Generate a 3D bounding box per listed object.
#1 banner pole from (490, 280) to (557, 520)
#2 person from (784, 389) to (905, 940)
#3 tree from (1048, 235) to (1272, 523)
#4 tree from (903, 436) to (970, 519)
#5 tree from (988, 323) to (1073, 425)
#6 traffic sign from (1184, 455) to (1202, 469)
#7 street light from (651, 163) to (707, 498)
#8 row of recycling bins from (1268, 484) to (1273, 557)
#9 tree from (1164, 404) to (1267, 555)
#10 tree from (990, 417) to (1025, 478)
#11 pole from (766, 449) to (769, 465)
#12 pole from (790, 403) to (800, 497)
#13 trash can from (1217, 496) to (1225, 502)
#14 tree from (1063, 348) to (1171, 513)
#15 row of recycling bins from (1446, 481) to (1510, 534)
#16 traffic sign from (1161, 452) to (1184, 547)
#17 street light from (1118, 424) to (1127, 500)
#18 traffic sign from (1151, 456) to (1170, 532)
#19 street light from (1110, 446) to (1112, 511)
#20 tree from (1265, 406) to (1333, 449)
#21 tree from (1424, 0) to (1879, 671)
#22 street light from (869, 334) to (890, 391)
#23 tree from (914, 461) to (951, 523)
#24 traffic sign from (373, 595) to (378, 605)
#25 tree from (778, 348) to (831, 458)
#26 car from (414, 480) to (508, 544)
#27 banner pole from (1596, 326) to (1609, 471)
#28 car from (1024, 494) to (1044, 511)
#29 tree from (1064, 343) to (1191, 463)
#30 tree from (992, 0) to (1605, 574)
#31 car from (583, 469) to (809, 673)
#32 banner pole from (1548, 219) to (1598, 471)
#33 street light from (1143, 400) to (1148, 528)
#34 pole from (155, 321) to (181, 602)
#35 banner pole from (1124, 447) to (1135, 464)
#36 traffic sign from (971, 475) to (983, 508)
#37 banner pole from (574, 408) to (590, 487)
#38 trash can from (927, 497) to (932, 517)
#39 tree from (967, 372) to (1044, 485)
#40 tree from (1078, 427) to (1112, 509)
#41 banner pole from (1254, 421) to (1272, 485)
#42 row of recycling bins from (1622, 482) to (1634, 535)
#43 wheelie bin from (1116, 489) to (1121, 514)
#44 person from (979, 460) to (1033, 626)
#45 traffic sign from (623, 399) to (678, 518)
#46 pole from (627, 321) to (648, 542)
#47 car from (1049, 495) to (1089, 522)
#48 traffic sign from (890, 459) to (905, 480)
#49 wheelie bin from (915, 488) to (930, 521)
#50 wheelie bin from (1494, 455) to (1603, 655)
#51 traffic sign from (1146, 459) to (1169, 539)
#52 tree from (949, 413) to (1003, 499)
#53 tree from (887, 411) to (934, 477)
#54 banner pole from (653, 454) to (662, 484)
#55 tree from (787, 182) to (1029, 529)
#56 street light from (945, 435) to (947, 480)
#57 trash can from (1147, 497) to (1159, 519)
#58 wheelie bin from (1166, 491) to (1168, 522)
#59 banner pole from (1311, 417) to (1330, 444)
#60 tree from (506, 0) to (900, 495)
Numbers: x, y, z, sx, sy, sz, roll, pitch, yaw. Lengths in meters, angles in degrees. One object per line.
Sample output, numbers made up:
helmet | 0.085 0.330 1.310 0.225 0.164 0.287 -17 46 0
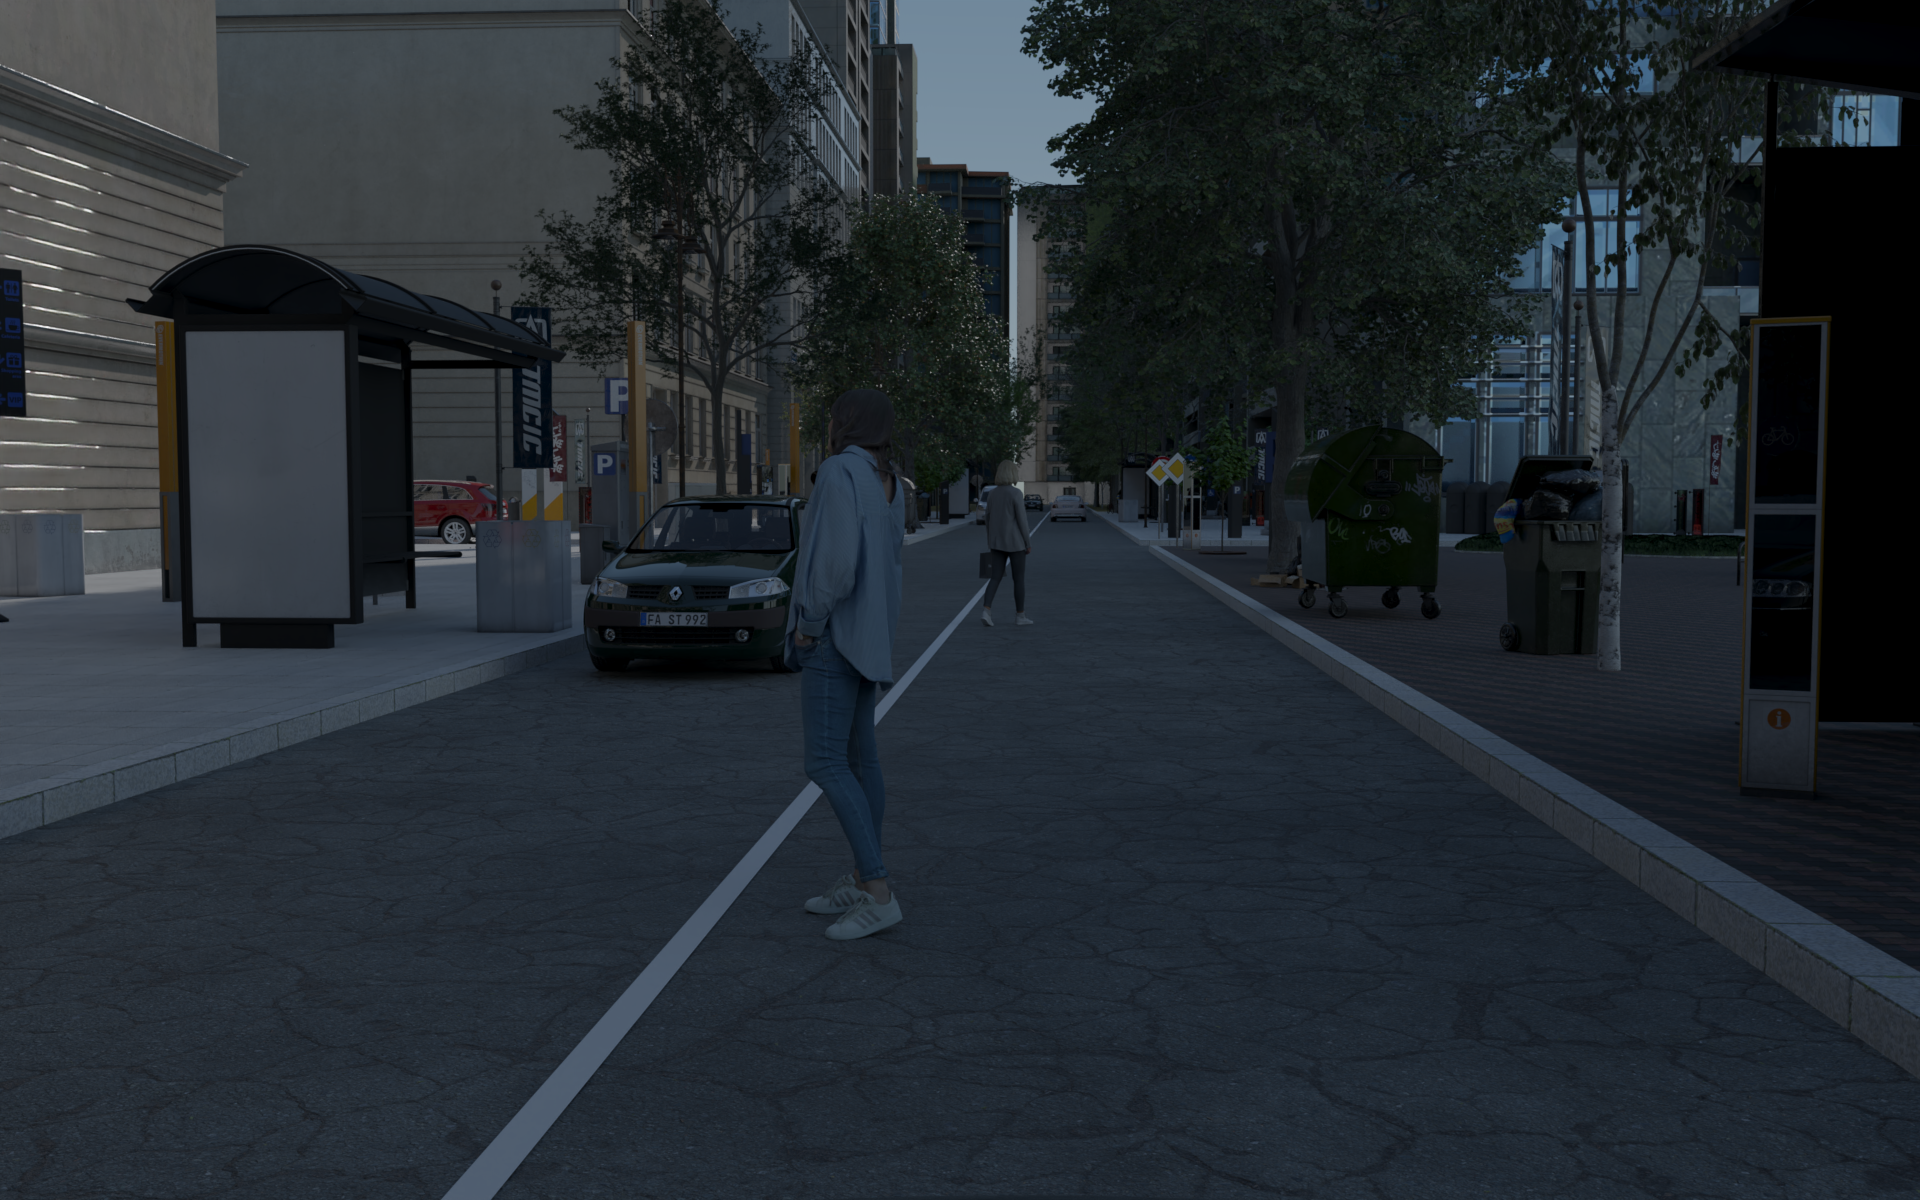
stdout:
banner pole | -5.191 -1.857 20.382 0.863 3.779 0.401 -1 4 -16
person | -0.354 0.179 5.837 0.793 1.790 0.793 -1 4 -17
tree | 9.170 -10.175 76.728 12.009 13.543 11.850 0 3 0
tree | -1.192 -6.389 88.171 4.285 4.588 4.351 0 3 0
tree | 6.688 -20.513 191.270 12.611 20.169 13.585 0 3 0
traffic sign | 7.336 -3.318 54.351 0.768 2.556 0.104 1 4 10
street light | -3.966 -3.172 24.643 0.468 5.910 1.993 0 4 3
row of recycling bins | 6.737 -1.549 32.447 1.069 1.692 3.534 -1 4 -10
tree | 5.493 -2.594 37.020 1.663 3.219 1.824 0 3 0
tree | 4.409 -13.009 163.053 4.737 8.622 4.395 0 3 0
pole | -8.745 -5.193 78.750 0.158 3.312 0.155 0 3 0
pole | -3.714 -2.759 38.957 0.158 3.312 0.155 0 3 0
trash can | 17.489 -6.402 116.328 0.748 1.137 0.748 0 3 0
tree | 12.610 -13.398 137.185 7.486 12.596 7.792 0 3 0
row of recycling bins | 16.850 -2.920 54.855 1.069 1.692 3.534 -2 4 -33
traffic sign | 5.215 -2.319 41.552 0.795 2.450 0.064 0 4 3
street light | 8.841 -7.447 94.548 0.468 5.910 1.993 0 4 3
traffic sign | 6.791 -3.547 58.096 0.768 2.556 0.104 0 4 4
street light | 10.736 -9.215 123.452 0.468 5.910 1.993 0 4 3
tree | 12.394 -4.801 62.212 4.285 4.588 4.351 0 3 0
tree | 4.830 -3.780 12.172 4.360 8.622 3.978 0 3 0
street light | -2.340 -4.735 50.200 0.468 5.910 1.993 0 4 3
tree | -1.444 -4.997 76.306 1.663 3.219 1.824 0 3 0
traffic sign | -6.771 -1.093 19.993 0.606 2.300 0.079 0 4 5
tree | -5.608 -7.640 75.272 4.360 8.622 3.978 0 3 0
car | -15.057 -2.381 47.601 5.304 1.827 2.281 0 4 2
banner pole | 8.185 -1.994 22.612 0.863 3.779 0.401 -2 4 -33
car | 6.048 -8.229 144.338 2.009 1.686 4.222 0 4 4
tree | 10.594 -11.121 107.583 9.928 11.665 9.643 0 3 0
tree | 5.419 -7.402 27.674 9.857 13.997 8.962 0 3 0
car | -2.003 -0.331 15.197 2.009 1.686 4.222 0 4 5
banner pole | 5.412 -1.568 15.655 0.401 3.779 0.863 2 4 32
street light | 7.092 -5.701 65.997 0.468 5.910 1.993 0 4 3
pole | -9.393 -1.634 20.553 0.158 3.312 0.155 0 3 0
banner pole | 8.982 -6.246 92.133 0.863 3.779 0.401 3 5 39
traffic sign | 1.124 -6.983 114.285 0.768 2.556 0.104 0 4 5
banner pole | -11.004 -3.709 50.652 0.863 3.779 0.401 3 5 40
trash can | -1.928 -5.259 97.643 0.748 1.137 0.748 0 3 0
tree | 2.688 -12.860 136.015 9.928 11.665 9.643 0 3 0
tree | 12.384 -12.317 151.746 4.360 8.622 3.978 0 3 0
banner pole | 10.334 -4.188 58.492 0.863 3.779 0.401 1 4 22
row of recycling bins | 18.526 -2.657 50.561 3.534 1.692 1.069 -3 5 -42
wheelie bin | 10.685 -6.456 113.463 0.693 1.594 0.980 3 5 40
person | 0.444 -0.625 18.894 0.709 1.800 0.728 3 5 42
traffic sign | -4.143 -1.411 23.174 0.768 2.556 0.104 1 4 11
pole | -3.822 -1.633 20.539 0.158 3.312 0.155 0 3 0
car | 5.690 -4.784 90.584 2.083 1.381 4.827 0 4 4
traffic sign | -1.981 -2.836 50.007 0.795 2.450 0.064 0 4 3
wheelie bin | -1.888 -4.528 81.933 0.980 1.594 0.693 1 4 20
wheelie bin | 4.837 -0.373 13.999 0.980 1.594 0.693 -1 4 -13
traffic sign | 5.698 -2.806 49.522 0.795 2.450 0.064 0 4 3
tree | 1.240 -10.443 121.105 4.360 8.622 3.978 0 3 0
tree | -3.381 -9.475 105.282 4.737 8.622 4.395 0 3 0
banner pole | -9.386 -3.804 52.208 0.863 3.779 0.401 0 4 -7
tree | -1.963 -8.994 64.066 9.611 12.733 9.660 0 3 0
street light | -0.641 -6.493 78.941 0.468 5.910 1.993 0 4 3
trash can | 10.001 -4.791 89.980 0.748 1.137 0.748 0 3 0
wheelie bin | 9.733 -4.371 79.375 0.980 1.594 0.693 2 4 33
banner pole | 11.570 -4.033 55.949 0.863 3.779 0.401 3 4 36
tree | -4.715 -5.964 31.921 7.601 10.594 8.767 -2 4 -26
